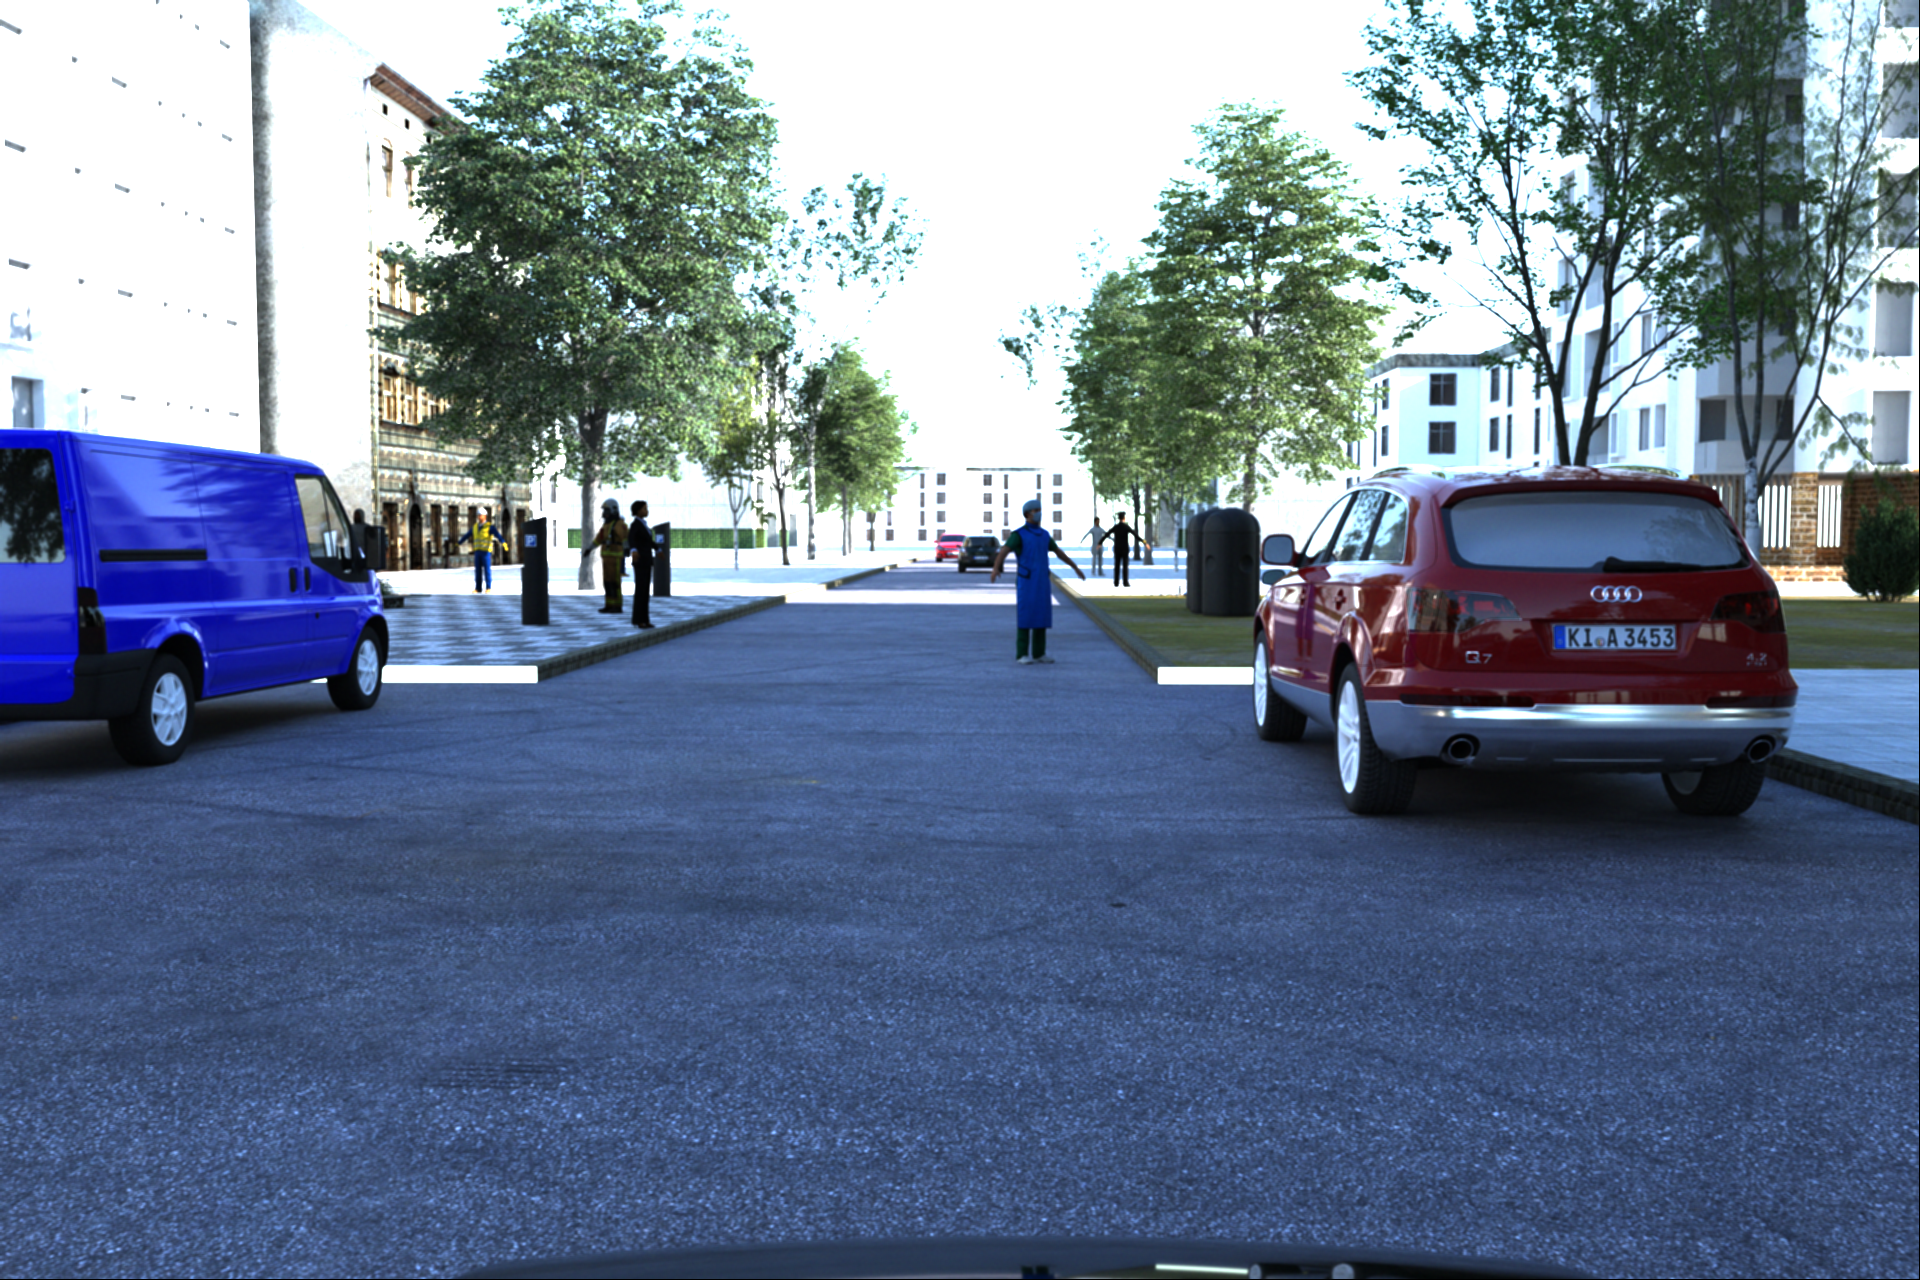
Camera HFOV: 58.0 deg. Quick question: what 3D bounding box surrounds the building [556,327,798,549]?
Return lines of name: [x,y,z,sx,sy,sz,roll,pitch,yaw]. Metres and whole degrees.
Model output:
building: [-25.625,-18.175,163.615,16.747,18.905,31.486,0,4,2]

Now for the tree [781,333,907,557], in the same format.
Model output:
tree: [-6.656,-11.001,97.997,7.486,12.596,7.792,0,3,0]

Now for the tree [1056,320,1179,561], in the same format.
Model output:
tree: [8.502,-9.659,83.673,9.928,11.665,9.643,0,3,0]

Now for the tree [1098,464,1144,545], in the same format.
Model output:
tree: [20.235,-17.393,210.134,9.928,11.665,9.643,0,3,0]

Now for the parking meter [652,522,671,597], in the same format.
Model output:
parking meter: [-6.124,-1.658,35.518,0.372,1.533,0.369,0,3,0]

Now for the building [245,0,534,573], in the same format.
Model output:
building: [-27.853,-14.310,64.900,19.493,23.208,18.063,0,4,2]

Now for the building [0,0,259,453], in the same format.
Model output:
building: [-27.535,-11.335,41.755,16.016,20.090,11.380,0,4,1]

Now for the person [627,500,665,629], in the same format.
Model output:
person: [-4.258,-1.031,23.580,0.721,1.740,1.216,0,4,8]

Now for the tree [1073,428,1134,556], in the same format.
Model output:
tree: [8.744,-9.180,100.452,4.360,8.622,3.978,0,3,0]

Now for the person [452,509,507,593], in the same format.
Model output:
person: [-10.380,-1.934,37.590,1.349,1.833,0.705,1,4,17]

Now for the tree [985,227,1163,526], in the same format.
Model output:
tree: [7.850,-15.541,109.989,12.611,20.169,13.585,0,3,0]

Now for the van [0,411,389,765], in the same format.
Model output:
van: [-5.793,-0.491,12.408,2.240,2.365,5.245,0,4,1]

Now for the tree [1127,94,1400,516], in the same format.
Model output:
tree: [7.876,-7.788,45.469,7.486,12.596,7.792,0,3,0]

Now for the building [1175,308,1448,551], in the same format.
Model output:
building: [28.007,-16.989,144.223,16.747,18.905,31.486,0,4,1]

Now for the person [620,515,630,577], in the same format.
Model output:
person: [-10.194,-2.837,52.237,0.705,1.847,1.347,1,4,22]

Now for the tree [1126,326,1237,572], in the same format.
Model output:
tree: [7.423,-6.636,58.857,4.737,8.622,4.395,0,3,0]

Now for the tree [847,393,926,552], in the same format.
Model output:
tree: [-6.195,-12.108,123.724,9.928,11.665,9.643,0,3,0]

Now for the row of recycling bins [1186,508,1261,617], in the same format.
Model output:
row of recycling bins: [4.254,-1.306,28.465,1.069,1.692,3.534,0,4,2]

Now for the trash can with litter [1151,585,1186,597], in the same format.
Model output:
trash can with litter: [4.828,-1.492,35.446,1.678,1.210,2.233,0,4,0]

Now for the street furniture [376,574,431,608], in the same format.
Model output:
street furniture: [-12.756,-1.342,28.795,9.812,1.723,11.010,2,4,27]

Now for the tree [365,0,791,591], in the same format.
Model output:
tree: [-8.510,-8.106,39.187,9.857,13.997,8.962,0,3,0]

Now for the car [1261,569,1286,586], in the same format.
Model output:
car: [3.691,-0.349,15.293,1.945,1.707,3.694,0,4,1]

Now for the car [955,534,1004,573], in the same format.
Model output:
car: [0.814,-3.416,65.643,2.009,1.686,4.222,0,4,1]

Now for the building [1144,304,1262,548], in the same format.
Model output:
building: [28.474,-20.947,173.413,19.493,23.208,18.063,0,4,2]

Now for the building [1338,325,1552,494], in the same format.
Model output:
building: [24.818,-8.473,80.673,9.099,9.664,28.070,0,4,2]

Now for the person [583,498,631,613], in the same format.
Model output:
person: [-5.674,-1.367,28.113,0.705,1.858,1.354,-3,5,-42]

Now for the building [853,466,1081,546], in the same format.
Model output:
building: [0.724,-16.398,212.705,28.070,9.664,9.099,0,4,4]

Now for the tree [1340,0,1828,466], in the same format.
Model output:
tree: [10.482,-6.343,29.468,9.928,11.665,9.643,0,3,0]

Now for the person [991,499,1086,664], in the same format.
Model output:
person: [0.827,-0.651,19.225,1.347,1.817,0.704,-3,4,-38]

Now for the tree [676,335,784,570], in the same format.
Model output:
tree: [-7.955,-6.763,60.933,4.737,8.622,4.395,0,3,0]

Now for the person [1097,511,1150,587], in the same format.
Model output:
person: [3.910,-2.193,41.787,1.347,1.837,0.705,2,4,24]

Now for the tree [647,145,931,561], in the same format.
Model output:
tree: [-8.630,-13.943,83.857,12.611,20.169,13.585,0,3,0]

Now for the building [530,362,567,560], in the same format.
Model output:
building: [-24.975,-9.071,90.460,9.099,9.664,28.070,0,4,2]

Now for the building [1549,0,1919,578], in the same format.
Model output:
building: [25.593,-12.354,58.405,16.016,20.090,11.380,0,4,1]

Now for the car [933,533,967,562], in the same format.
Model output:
car: [-0.301,-4.900,89.158,2.155,1.783,4.494,0,4,2]

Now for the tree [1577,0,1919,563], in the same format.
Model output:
tree: [7.951,-4.108,17.526,4.360,8.622,3.978,0,3,0]

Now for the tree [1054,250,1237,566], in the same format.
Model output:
tree: [7.246,-9.302,70.221,7.486,12.596,7.792,0,3,0]

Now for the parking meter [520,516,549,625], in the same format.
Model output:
parking meter: [-6.008,-0.982,24.466,0.372,1.533,0.369,0,3,0]

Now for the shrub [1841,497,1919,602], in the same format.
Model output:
shrub: [17.702,-1.751,33.052,1.690,2.028,1.600,0,3,0]

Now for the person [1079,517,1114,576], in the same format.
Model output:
person: [4.236,-2.876,53.214,1.347,1.806,0.705,-1,4,-22]

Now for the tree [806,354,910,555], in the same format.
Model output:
tree: [-6.596,-11.652,108.636,7.486,12.596,7.792,0,3,0]

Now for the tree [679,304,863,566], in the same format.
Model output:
tree: [-7.382,-8.327,70.567,7.601,10.594,8.767,2,4,29]

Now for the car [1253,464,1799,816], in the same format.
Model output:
car: [3.039,-0.104,10.378,2.281,1.827,5.304,0,4,2]

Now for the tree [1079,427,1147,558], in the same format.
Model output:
tree: [7.991,-8.666,92.044,4.360,8.622,3.978,0,3,0]

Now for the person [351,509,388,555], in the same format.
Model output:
person: [-12.555,-1.839,36.192,1.348,1.813,0.705,0,4,8]
